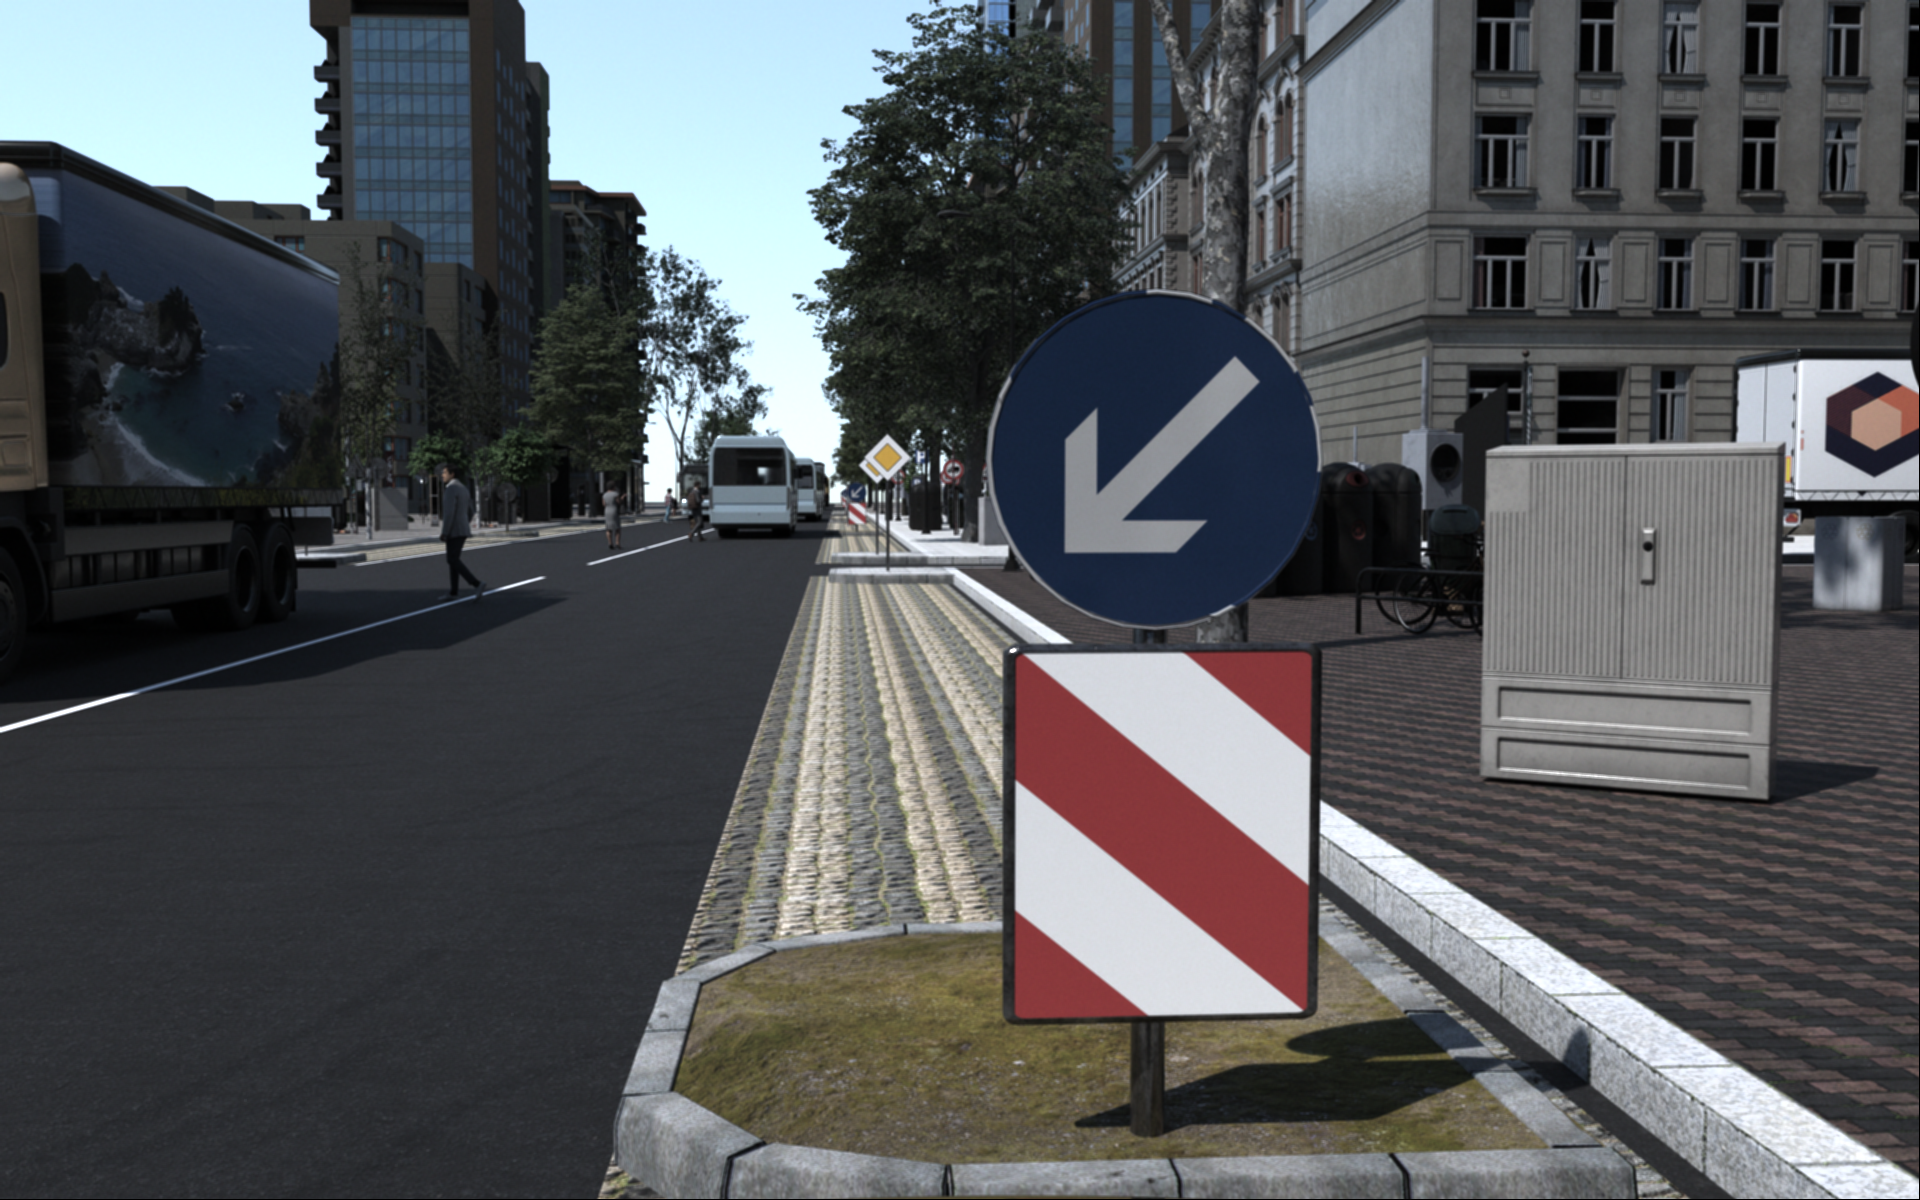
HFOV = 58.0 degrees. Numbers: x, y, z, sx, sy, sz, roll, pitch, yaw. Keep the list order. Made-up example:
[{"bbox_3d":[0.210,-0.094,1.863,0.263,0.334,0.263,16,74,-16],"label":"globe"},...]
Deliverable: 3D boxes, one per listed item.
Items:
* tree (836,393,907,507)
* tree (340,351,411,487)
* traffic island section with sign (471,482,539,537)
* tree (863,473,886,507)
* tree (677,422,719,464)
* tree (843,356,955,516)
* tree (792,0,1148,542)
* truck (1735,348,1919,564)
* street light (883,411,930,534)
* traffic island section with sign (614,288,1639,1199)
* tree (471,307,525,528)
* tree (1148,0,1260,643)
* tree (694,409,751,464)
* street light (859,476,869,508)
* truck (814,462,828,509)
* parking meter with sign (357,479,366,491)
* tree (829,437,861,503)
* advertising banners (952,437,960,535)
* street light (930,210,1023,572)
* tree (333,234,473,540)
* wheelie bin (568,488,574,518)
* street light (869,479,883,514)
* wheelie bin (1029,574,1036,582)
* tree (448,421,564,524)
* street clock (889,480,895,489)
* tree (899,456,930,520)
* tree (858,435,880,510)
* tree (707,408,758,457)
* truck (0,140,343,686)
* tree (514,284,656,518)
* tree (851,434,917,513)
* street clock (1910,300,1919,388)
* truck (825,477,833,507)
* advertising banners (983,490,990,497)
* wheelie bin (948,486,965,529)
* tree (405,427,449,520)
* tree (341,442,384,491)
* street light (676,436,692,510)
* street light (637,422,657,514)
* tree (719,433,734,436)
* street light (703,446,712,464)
[{"bbox_3d":[-8.529,-15.446,170.664,7.486,12.596,7.792,0,3,0],"label":"tree"},{"bbox_3d":[-30.031,-8.423,88.080,4.737,8.622,4.395,0,3,0],"label":"tree"},{"bbox_3d":[-15.149,-3.008,57.802,1.989,1.847,2.006,0,4,-4],"label":"traffic island section with sign"},{"bbox_3d":[-8.310,-11.852,177.486,4.285,4.588,4.351,0,3,0],"label":"tree"},{"bbox_3d":[-25.677,-13.530,171.575,4.737,8.622,4.395,0,3,0],"label":"tree"},{"bbox_3d":[-3.432,-10.765,101.756,9.928,11.665,9.643,0,3,0],"label":"tree"},{"bbox_3d":[0.461,-8.513,45.837,9.857,13.997,8.962,0,3,0],"label":"tree"},{"bbox_3d":[21.549,-2.798,34.660,11.283,4.237,2.839,0,4,-3],"label":"truck"},{"bbox_3d":[-1.626,-5.076,55.532,1.470,5.913,1.316,0,4,-4],"label":"street light"},{"bbox_3d":[0.225,0.274,4.145,1.989,1.847,2.006,0,4,-4],"label":"traffic island section with sign"},{"bbox_3d":[-18.078,-6.973,64.365,4.360,8.622,3.978,0,3,0],"label":"tree"},{"bbox_3d":[3.289,-9.675,14.082,12.611,20.169,13.585,0,3,0],"label":"tree"},{"bbox_3d":[-29.044,-17.472,211.428,9.928,11.665,9.643,0,3,0],"label":"tree"},{"bbox_3d":[-5.517,-8.457,110.808,1.470,5.913,1.316,0,4,-4],"label":"street light"},{"bbox_3d":[-13.637,-10.331,157.823,2.839,4.237,11.283,0,4,-2],"label":"truck"},{"bbox_3d":[-29.227,-5.411,84.734,0.543,3.016,1.738,-3,5,-42],"label":"parking meter with sign"},{"bbox_3d":[-14.782,-20.597,253.769,9.611,12.733,9.660,0,3,0],"label":"tree"},{"bbox_3d":[-0.141,-3.558,54.368,0.090,3.025,2.074,0,4,5],"label":"advertising banners"},{"bbox_3d":[0.325,-3.427,28.576,1.470,5.913,1.316,0,4,-4],"label":"street light"},{"bbox_3d":[-16.883,-6.011,48.644,4.360,8.622,3.978,0,3,0],"label":"tree"},{"bbox_3d":[-21.200,-5.220,93.253,0.980,1.594,0.693,-3,5,-40],"label":"wheelie bin"},{"bbox_3d":[-3.489,-6.738,82.709,1.470,5.913,1.316,0,4,-4],"label":"street light"},{"bbox_3d":[1.392,-1.059,25.216,0.693,1.594,0.980,-1,4,-20],"label":"wheelie bin"},{"bbox_3d":[-19.026,-5.624,75.662,4.285,4.588,4.351,0,3,0],"label":"tree"},{"bbox_3d":[-3.635,-5.250,90.412,0.358,2.002,0.471,3,5,41],"label":"street clock"},{"bbox_3d":[-2.360,-5.667,87.255,1.663,3.219,1.824,0,3,0],"label":"tree"},{"bbox_3d":[-6.544,-11.696,141.592,4.737,8.622,4.395,0,3,0],"label":"tree"},{"bbox_3d":[-29.585,-18.988,228.574,7.486,12.596,7.792,0,3,0],"label":"tree"},{"bbox_3d":[-8.512,-1.656,15.995,2.839,4.237,11.283,0,4,-4],"label":"truck"},{"bbox_3d":[-20.363,-10.772,94.256,7.486,12.596,7.792,0,3,0],"label":"tree"},{"bbox_3d":[-4.491,-10.040,114.517,4.360,8.622,3.978,0,3,0],"label":"tree"},{"bbox_3d":[3.273,-0.060,5.546,0.471,2.002,0.358,-2,4,-26],"label":"street clock"},{"bbox_3d":[-16.359,-12.456,199.579,3.469,3.379,9.791,0,4,-4],"label":"truck"},{"bbox_3d":[1.555,-3.776,57.918,2.074,3.025,0.090,3,5,44],"label":"advertising banners"},{"bbox_3d":[-0.078,-3.462,64.508,0.693,1.594,0.980,-1,4,-21],"label":"wheelie bin"},{"bbox_3d":[-25.428,-6.187,84.875,4.285,4.588,4.351,0,3,0],"label":"tree"},{"bbox_3d":[-35.612,-7.258,102.375,4.285,4.588,4.351,0,3,0],"label":"tree"},{"bbox_3d":[-22.328,-10.224,139.711,1.470,5.913,1.316,0,4,-4],"label":"street light"},{"bbox_3d":[-20.300,-8.537,112.122,1.470,5.913,1.316,0,4,-4],"label":"street light"},{"bbox_3d":[-27.767,-15.593,205.302,4.360,8.622,3.978,0,3,0],"label":"tree"},{"bbox_3d":[-24.182,-11.887,166.889,1.470,5.913,1.316,0,4,-4],"label":"street light"}]
